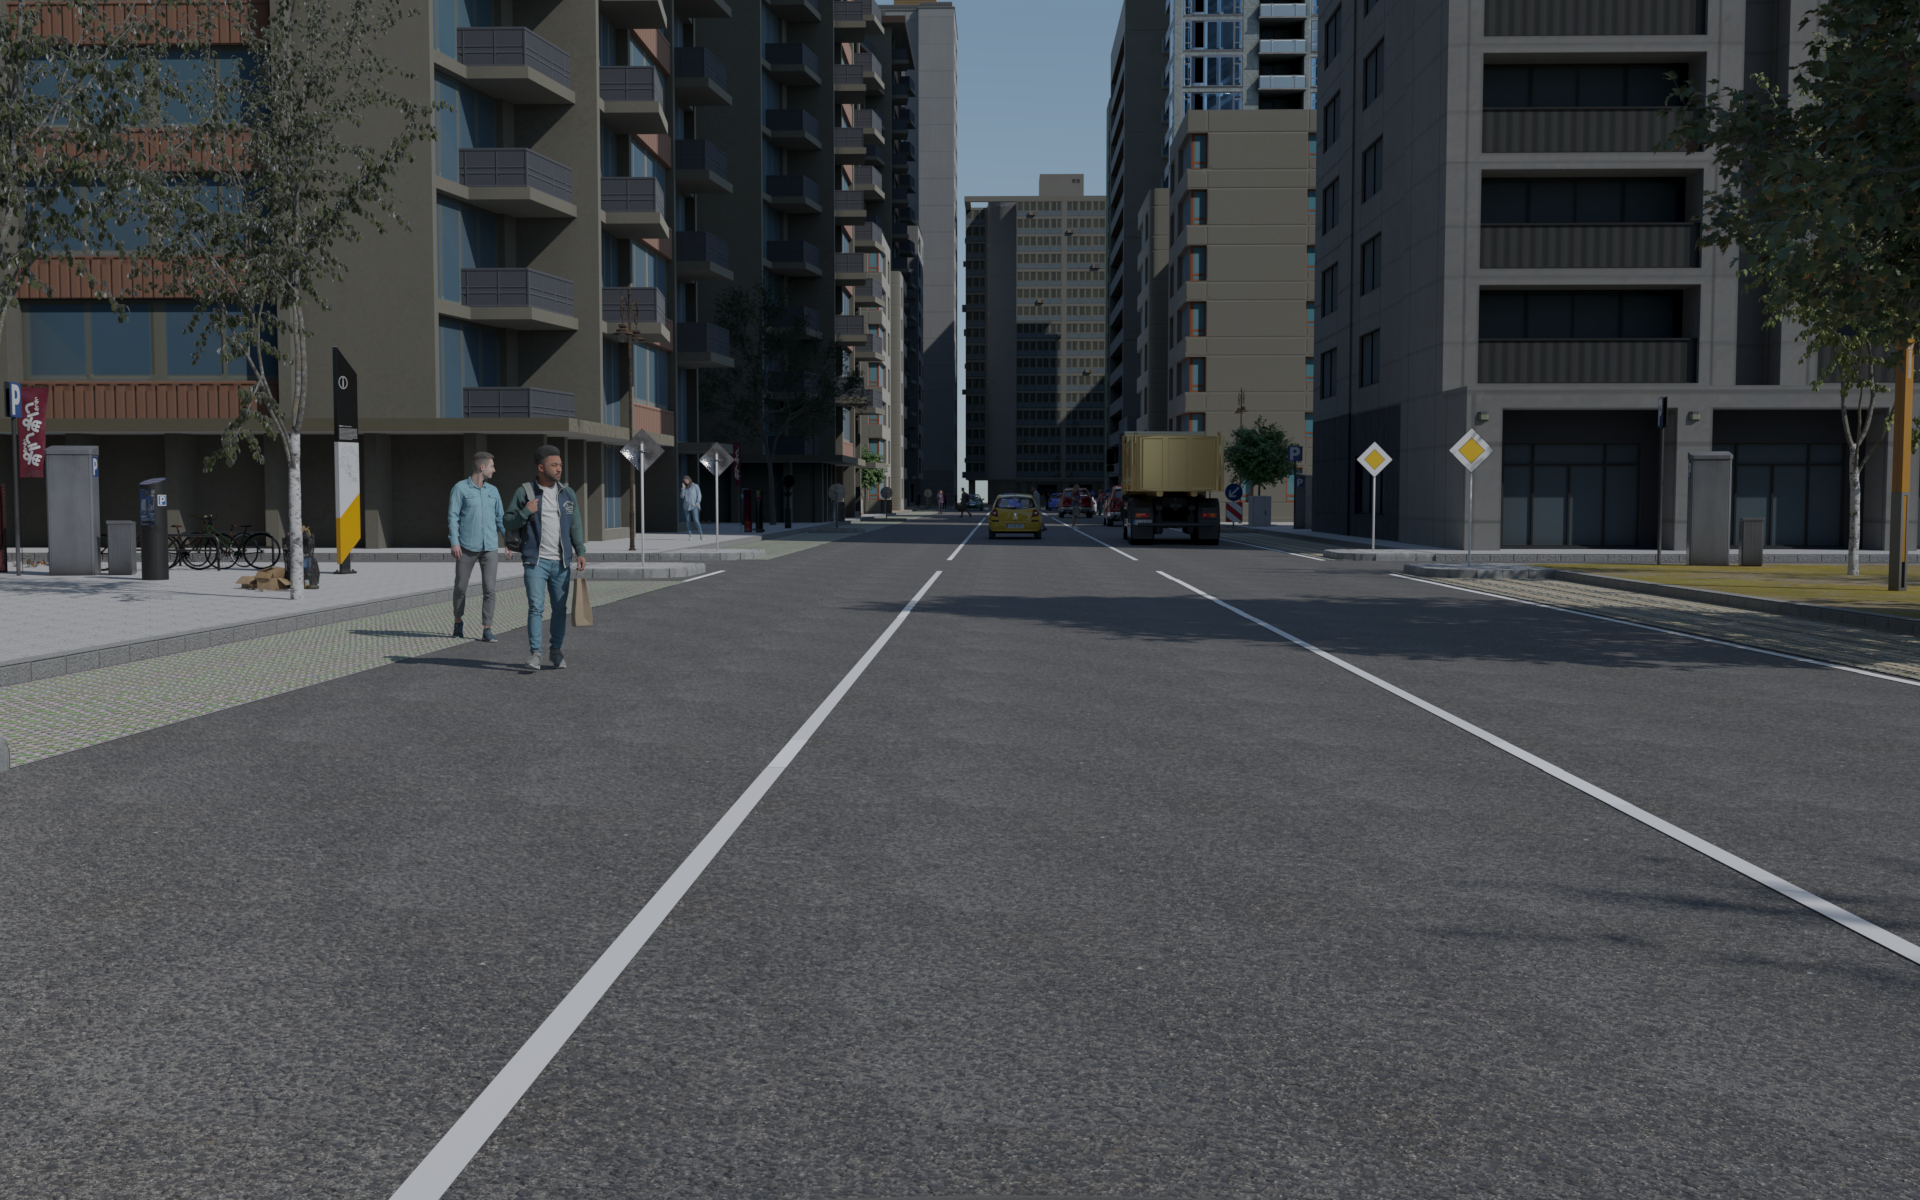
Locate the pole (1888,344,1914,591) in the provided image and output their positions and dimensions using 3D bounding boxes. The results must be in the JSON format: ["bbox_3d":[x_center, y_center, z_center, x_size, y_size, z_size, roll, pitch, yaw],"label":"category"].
[{"bbox_3d":[12.435,-1.776,22.877,0.158,3.312,0.155,0,3,0],"label":"pole"}]

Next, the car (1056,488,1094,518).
[{"bbox_3d":[7.027,-5.922,105.490,2.281,1.827,5.304,0,4,2],"label":"car"}]

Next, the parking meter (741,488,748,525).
[{"bbox_3d":[-8.877,-3.881,71.864,0.372,1.533,0.369,0,3,0],"label":"parking meter"}]

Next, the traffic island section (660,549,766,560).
[{"bbox_3d":[-5.494,-1.019,38.945,2.009,0.180,2.903,0,4,1],"label":"traffic island section"}]

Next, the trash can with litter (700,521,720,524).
[{"bbox_3d":[-11.289,-3.889,74.648,2.233,1.210,1.678,3,5,40],"label":"trash can with litter"}]

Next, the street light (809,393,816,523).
[{"bbox_3d":[-6.535,-6.399,77.407,0.468,5.910,1.993,0,4,1],"label":"street light"}]

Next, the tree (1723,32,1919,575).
[{"bbox_3d":[14.009,-4.682,26.913,4.737,8.622,4.395,0,3,0],"label":"tree"}]

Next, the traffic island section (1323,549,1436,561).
[{"bbox_3d":[9.242,-0.996,38.559,2.009,0.180,2.903,0,4,1],"label":"traffic island section"}]

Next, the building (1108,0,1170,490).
[{"bbox_3d":[25.402,-32.998,163.218,21.300,48.544,21.600,0,4,1],"label":"building"}]

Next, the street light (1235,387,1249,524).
[{"bbox_3d":[12.172,-6.256,75.070,0.468,5.910,1.993,0,4,1],"label":"street light"}]

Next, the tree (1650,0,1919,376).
[{"bbox_3d":[11.421,-5.996,15.050,9.611,12.733,9.660,0,3,0],"label":"tree"}]

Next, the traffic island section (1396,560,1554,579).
[{"bbox_3d":[9.034,-0.507,30.576,2.009,0.180,2.903,0,4,1],"label":"traffic island section"}]

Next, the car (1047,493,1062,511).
[{"bbox_3d":[8.421,-8.475,148.149,1.945,1.707,3.694,0,4,3],"label":"car"}]

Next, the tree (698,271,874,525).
[{"bbox_3d":[-7.716,-8.397,71.696,8.767,10.594,7.601,0,4,0],"label":"tree"}]

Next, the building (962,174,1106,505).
[{"bbox_3d":[12.361,-31.865,212.879,23.993,40.220,32.217,0,4,1],"label":"building"}]

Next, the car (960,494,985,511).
[{"bbox_3d":[1.064,-8.406,149.236,2.131,1.459,4.920,0,4,1],"label":"car"}]

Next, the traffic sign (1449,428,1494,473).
[{"bbox_3d":[9.011,-1.731,30.494,0.795,2.593,0.064,0,4,1],"label":"traffic sign"}]

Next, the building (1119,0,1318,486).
[{"bbox_3d":[24.816,-50.314,135.305,22.319,86.520,31.000,0,4,1],"label":"building"}]

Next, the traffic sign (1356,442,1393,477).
[{"bbox_3d":[9.218,-2.219,38.477,0.795,2.593,0.064,0,4,1],"label":"traffic sign"}]

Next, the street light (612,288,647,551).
[{"bbox_3d":[-7.433,-4.056,39.105,0.468,5.910,1.993,0,4,1],"label":"street light"}]

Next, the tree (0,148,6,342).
[{"bbox_3d":[-8.394,-3.947,14.900,4.360,8.622,3.978,0,3,0],"label":"tree"}]

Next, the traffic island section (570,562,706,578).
[{"bbox_3d":[-5.702,-0.531,30.963,2.009,0.180,2.903,0,4,1],"label":"traffic island section"}]

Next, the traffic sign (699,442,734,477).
[{"bbox_3d":[-5.471,-2.244,38.878,0.795,2.593,0.064,0,4,1],"label":"traffic sign"}]

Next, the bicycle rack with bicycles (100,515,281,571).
[{"bbox_3d":[-12.974,-0.996,29.666,2.925,0.926,2.852,1,4,8],"label":"bicycle rack with bicycles"}]

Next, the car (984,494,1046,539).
[{"bbox_3d":[1.783,-2.811,56.190,2.015,1.641,3.980,0,4,2],"label":"car"}]

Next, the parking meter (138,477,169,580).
[{"bbox_3d":[-12.021,-1.066,25.835,0.372,1.533,0.369,0,3,0],"label":"parking meter"}]

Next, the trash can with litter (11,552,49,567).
[{"bbox_3d":[-16.529,-1.232,31.198,1.678,1.210,2.233,0,4,-4],"label":"trash can with litter"}]

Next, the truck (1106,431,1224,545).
[{"bbox_3d":[6.236,-3.445,52.249,3.469,3.379,9.791,0,4,3],"label":"truck"}]

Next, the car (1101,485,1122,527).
[{"bbox_3d":[7.519,-4.230,77.832,2.281,1.827,5.304,0,4,2],"label":"car"}]

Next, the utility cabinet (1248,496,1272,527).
[{"bbox_3d":[11.812,-3.489,68.206,1.020,1.237,0.306,-3,4,-36],"label":"utility cabinet"}]

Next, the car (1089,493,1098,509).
[{"bbox_3d":[12.223,-9.453,164.142,1.945,1.707,3.694,0,4,0],"label":"car"}]

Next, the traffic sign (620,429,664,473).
[{"bbox_3d":[-5.678,-1.756,30.895,0.795,2.593,0.064,0,4,1],"label":"traffic sign"}]

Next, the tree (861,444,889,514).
[{"bbox_3d":[-6.255,-7.862,112.259,4.285,4.588,4.351,0,3,0],"label":"tree"}]

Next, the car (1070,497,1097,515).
[{"bbox_3d":[8.535,-6.627,120.720,2.083,1.381,4.827,0,4,2],"label":"car"}]

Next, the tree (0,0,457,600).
[{"bbox_3d":[-8.293,-4.305,20.752,4.360,8.622,3.978,0,3,0],"label":"tree"}]

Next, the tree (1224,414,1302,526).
[{"bbox_3d":[12.295,-5.350,71.182,4.285,4.588,4.351,0,3,0],"label":"tree"}]

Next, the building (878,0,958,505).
[{"bbox_3d":[-14.400,-40.710,207.599,28.212,58.520,21.231,0,4,1],"label":"building"}]

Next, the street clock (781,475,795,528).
[{"bbox_3d":[-6.418,-3.671,64.593,0.471,2.002,0.358,-2,4,-35],"label":"street clock"}]
